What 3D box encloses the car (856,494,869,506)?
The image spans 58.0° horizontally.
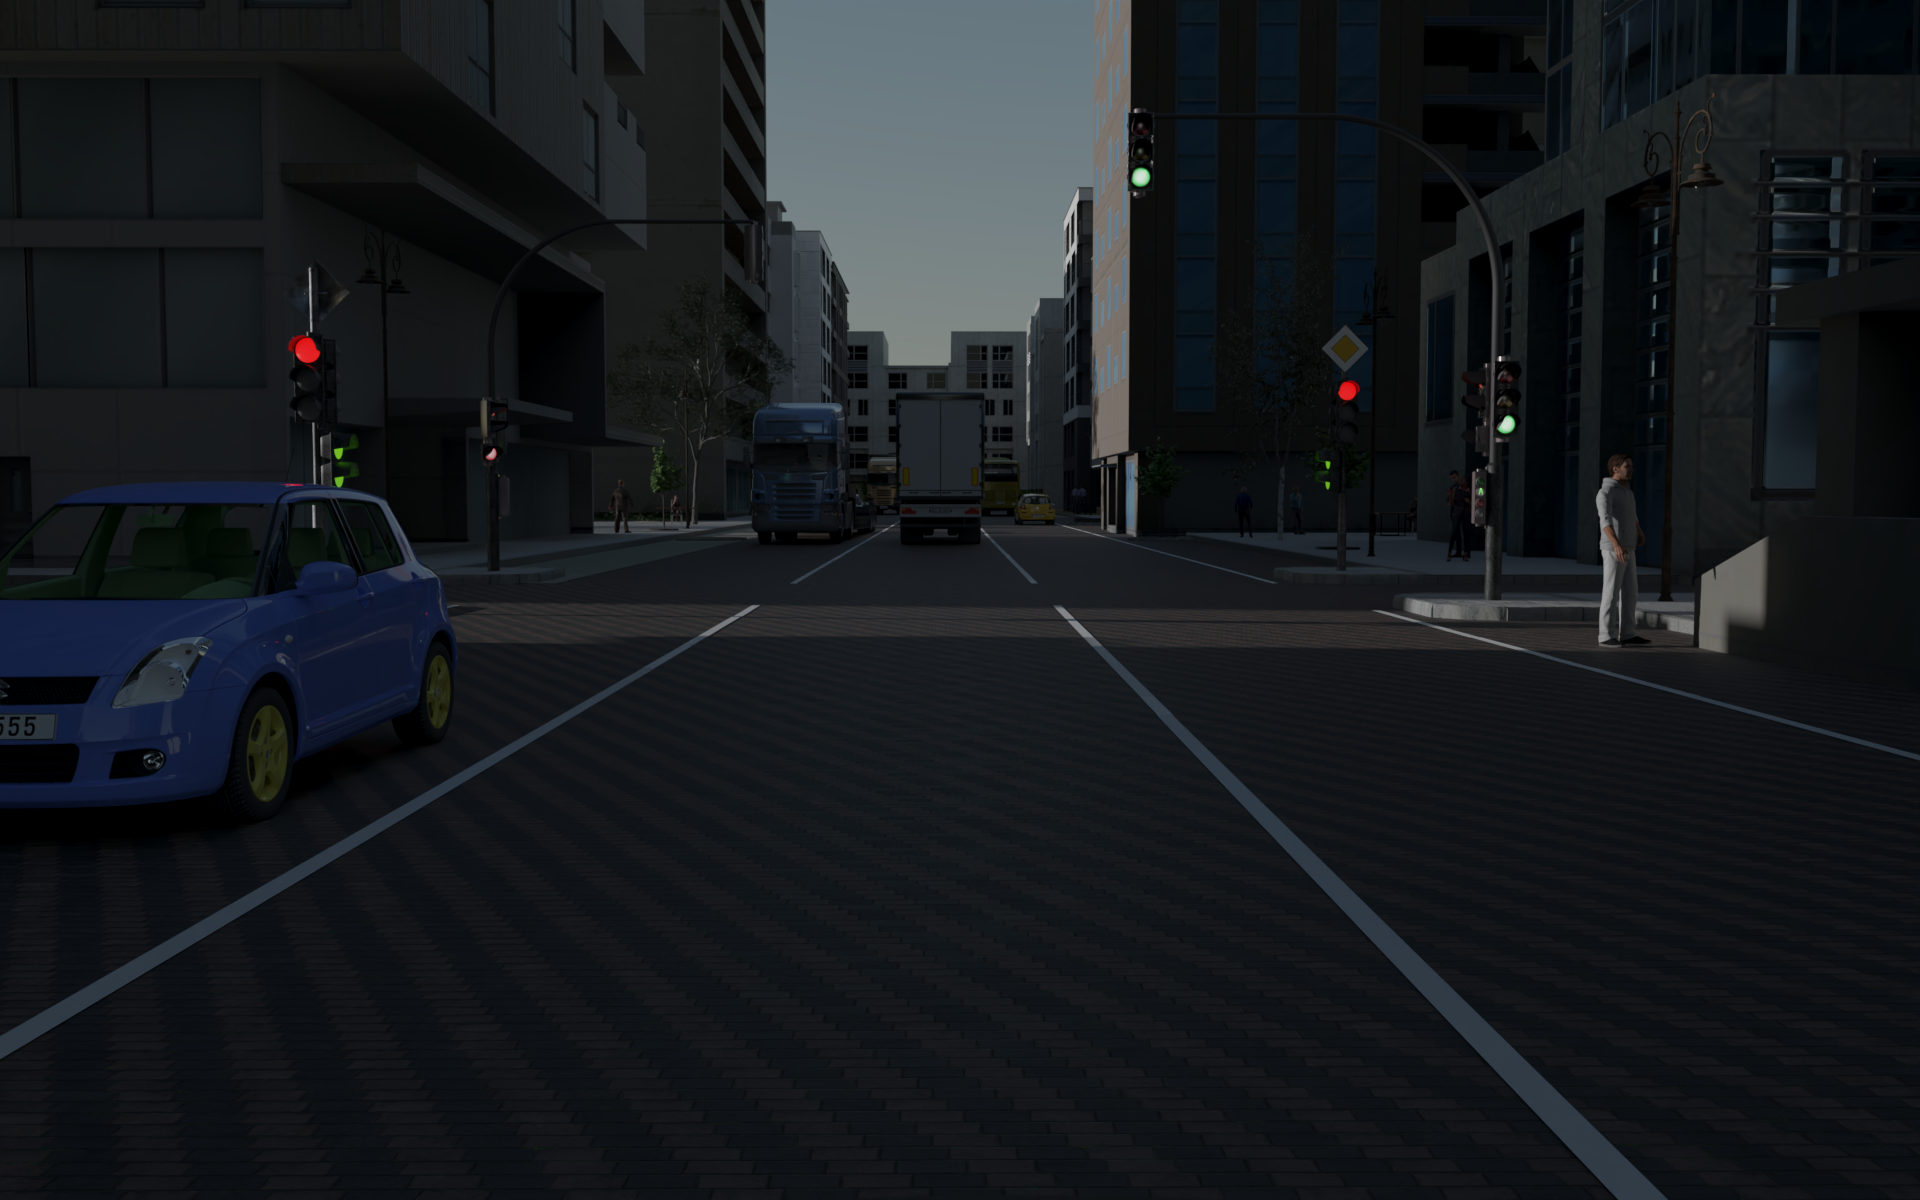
[{"bbox_3d":[-4.955,-3.832,74.454,2.131,1.459,4.920,0,4,-1],"label":"car"}]

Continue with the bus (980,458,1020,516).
[{"bbox_3d":[2.538,-7.631,116.314,2.896,3.916,12.252,0,4,0],"label":"bus"}]

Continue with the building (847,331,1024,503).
[{"bbox_3d":[-1.041,-20.184,196.470,31.486,18.905,16.747,0,4,0],"label":"building"}]

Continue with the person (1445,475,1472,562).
[{"bbox_3d":[9.515,-1.555,32.932,0.593,1.643,0.415,-2,4,-29],"label":"person"}]

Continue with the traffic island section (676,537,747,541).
[{"bbox_3d":[-7.659,-1.882,53.644,1.991,0.108,1.994,0,4,0],"label":"traffic island section"}]

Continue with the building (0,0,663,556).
[{"bbox_3d":[-22.800,-27.605,40.579,28.713,52.752,27.495,0,4,0],"label":"building"}]

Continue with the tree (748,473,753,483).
[{"bbox_3d":[-10.220,-5.881,90.758,1.663,3.219,1.824,0,3,0],"label":"tree"}]

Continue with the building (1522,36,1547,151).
[{"bbox_3d":[20.055,-28.430,88.537,21.300,48.544,21.600,0,4,0],"label":"building"}]

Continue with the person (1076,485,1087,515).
[{"bbox_3d":[7.578,-6.243,107.988,0.709,1.838,0.599,-1,4,-12],"label":"person"}]

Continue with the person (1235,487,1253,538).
[{"bbox_3d":[8.474,-2.599,51.232,0.574,1.496,0.600,2,4,35],"label":"person"}]

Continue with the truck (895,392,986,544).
[{"bbox_3d":[-0.583,-3.928,53.139,2.839,4.237,11.283,0,4,0],"label":"truck"}]

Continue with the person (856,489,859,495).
[{"bbox_3d":[-8.520,-8.213,142.408,0.705,1.869,1.348,0,4,3],"label":"person"}]

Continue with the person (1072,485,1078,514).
[{"bbox_3d":[7.527,-6.430,111.044,0.599,1.838,0.709,-3,5,-41],"label":"person"}]

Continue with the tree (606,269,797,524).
[{"bbox_3d":[-11.192,-8.455,72.648,8.767,10.594,7.601,-1,4,-11],"label":"tree"}]

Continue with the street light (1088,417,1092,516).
[{"bbox_3d":[7.825,-7.989,103.407,0.468,5.910,1.993,0,4,0],"label":"street light"}]

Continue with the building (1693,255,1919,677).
[{"bbox_3d":[23.050,-19.349,8.237,32.217,40.220,23.993,0,4,0],"label":"building"}]

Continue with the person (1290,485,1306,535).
[{"bbox_3d":[10.589,-2.819,54.352,0.499,1.552,0.429,0,4,-1],"label":"person"}]

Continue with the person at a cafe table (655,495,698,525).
[{"bbox_3d":[-11.684,-3.706,71.449,1.698,1.238,1.726,-1,4,-9],"label":"person at a cafe table"}]

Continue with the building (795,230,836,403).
[{"bbox_3d":[-24.739,-17.630,132.218,27.936,21.610,32.646,0,4,0],"label":"building"}]

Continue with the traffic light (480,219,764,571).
[{"bbox_3d":[-5.661,-3.311,28.807,4.771,5.953,1.251,0,4,0],"label":"traffic light"}]

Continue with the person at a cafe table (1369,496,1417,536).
[{"bbox_3d":[13.563,-2.585,53.122,1.726,1.238,1.698,0,4,3],"label":"person at a cafe table"}]

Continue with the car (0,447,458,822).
[{"bbox_3d":[-3.841,0.055,8.689,1.945,1.707,3.694,0,4,1],"label":"car"}]

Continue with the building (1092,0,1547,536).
[{"bbox_3d":[12.365,-25.236,62.723,14.600,45.320,14.200,0,4,0],"label":"building"}]

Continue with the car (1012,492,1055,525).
[{"bbox_3d":[3.494,-4.359,81.490,2.015,1.641,3.980,0,4,-2],"label":"car"}]

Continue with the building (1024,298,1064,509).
[{"bbox_3d":[15.453,-18.247,164.795,16.747,18.905,31.486,0,4,0],"label":"building"}]

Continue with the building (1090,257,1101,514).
[{"bbox_3d":[16.481,-15.509,109.999,16.016,20.091,11.380,0,4,0],"label":"building"}]

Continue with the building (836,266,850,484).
[{"bbox_3d":[-27.429,-19.692,165.940,32.646,21.610,27.936,0,4,0],"label":"building"}]

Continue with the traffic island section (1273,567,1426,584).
[{"bbox_3d":[6.408,-0.411,28.996,2.009,0.180,2.903,0,4,0],"label":"traffic island section"}]

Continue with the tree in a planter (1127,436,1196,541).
[{"bbox_3d":[6.212,-3.452,53.659,1.991,3.239,1.994,0,4,0],"label":"tree in a planter"}]

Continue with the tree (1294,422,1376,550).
[{"bbox_3d":[8.865,-2.780,40.052,1.663,3.219,1.824,0,3,0],"label":"tree"}]

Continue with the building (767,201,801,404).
[{"bbox_3d":[-18.061,-15.504,109.906,16.016,20.091,11.380,0,4,0],"label":"building"}]

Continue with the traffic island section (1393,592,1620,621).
[{"bbox_3d":[6.471,0.078,21.011,2.009,0.180,2.903,0,4,0],"label":"traffic island section"}]

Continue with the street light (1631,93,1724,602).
[{"bbox_3d":[8.445,-2.921,20.549,0.468,5.910,1.993,0,4,0],"label":"street light"}]

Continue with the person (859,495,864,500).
[{"bbox_3d":[-8.967,-8.721,151.807,1.217,1.743,0.721,2,4,30],"label":"person"}]

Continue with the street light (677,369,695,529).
[{"bbox_3d":[-10.064,-5.568,63.819,0.468,5.910,1.993,0,4,0],"label":"street light"}]

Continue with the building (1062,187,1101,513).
[{"bbox_3d":[21.643,-17.614,131.966,27.936,21.610,32.646,0,4,0],"label":"building"}]

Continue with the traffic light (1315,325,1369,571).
[{"bbox_3d":[6.368,-2.444,28.882,0.839,4.253,0.868,0,4,0],"label":"traffic light"}]

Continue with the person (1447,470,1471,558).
[{"bbox_3d":[9.981,-1.729,34.763,0.568,1.767,0.683,-2,4,-35],"label":"person"}]

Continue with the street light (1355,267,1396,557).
[{"bbox_3d":[8.449,-3.829,35.394,0.468,5.910,1.993,0,4,0],"label":"street light"}]

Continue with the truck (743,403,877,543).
[{"bbox_3d":[-4.528,-4.119,57.103,2.967,4.110,18.799,0,4,1],"label":"truck"}]

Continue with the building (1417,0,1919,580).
[{"bbox_3d":[26.851,-44.218,35.638,31.000,86.520,22.319,0,4,0],"label":"building"}]

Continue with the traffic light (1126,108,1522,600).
[{"bbox_3d":[4.340,-2.818,20.740,4.771,5.953,1.251,0,4,0],"label":"traffic light"}]

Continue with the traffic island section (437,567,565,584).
[{"bbox_3d":[-7.793,-0.404,28.890,2.009,0.180,2.903,0,4,0],"label":"traffic island section"}]

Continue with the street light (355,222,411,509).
[{"bbox_3d":[-9.844,-3.481,29.700,0.468,5.910,1.993,0,4,0],"label":"street light"}]

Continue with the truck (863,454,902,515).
[{"bbox_3d":[-5.154,-8.244,123.701,2.839,4.237,11.283,0,4,1],"label":"truck"}]

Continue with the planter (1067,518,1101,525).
[{"bbox_3d":[5.996,-3.642,80.691,1.991,0.319,1.994,0,4,0],"label":"planter"}]

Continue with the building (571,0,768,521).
[{"bbox_3d":[-22.047,-28.644,92.031,21.300,48.544,21.600,0,4,0],"label":"building"}]

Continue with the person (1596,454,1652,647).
[{"bbox_3d":[6.228,-0.464,16.241,0.875,1.805,0.789,-3,5,-40],"label":"person"}]

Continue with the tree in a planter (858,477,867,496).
[{"bbox_3d":[-8.475,-9.839,158.095,1.991,3.239,1.994,0,4,0],"label":"tree in a planter"}]

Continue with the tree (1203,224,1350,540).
[{"bbox_3d":[8.865,-5.971,47.985,4.360,8.622,3.978,0,3,0],"label":"tree"}]

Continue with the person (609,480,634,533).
[{"bbox_3d":[-11.177,-3.100,57.280,0.990,1.755,0.434,2,4,26],"label":"person"}]

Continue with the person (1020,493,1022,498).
[{"bbox_3d":[4.669,-7.889,137.582,1.348,1.812,0.705,3,5,41],"label":"person"}]

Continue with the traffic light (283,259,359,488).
[{"bbox_3d":[-7.690,-1.948,20.771,0.839,4.253,0.868,0,4,0],"label":"traffic light"}]

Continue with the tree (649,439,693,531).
[{"bbox_3d":[-10.488,-4.059,60.965,1.663,3.219,1.824,0,3,0],"label":"tree"}]
